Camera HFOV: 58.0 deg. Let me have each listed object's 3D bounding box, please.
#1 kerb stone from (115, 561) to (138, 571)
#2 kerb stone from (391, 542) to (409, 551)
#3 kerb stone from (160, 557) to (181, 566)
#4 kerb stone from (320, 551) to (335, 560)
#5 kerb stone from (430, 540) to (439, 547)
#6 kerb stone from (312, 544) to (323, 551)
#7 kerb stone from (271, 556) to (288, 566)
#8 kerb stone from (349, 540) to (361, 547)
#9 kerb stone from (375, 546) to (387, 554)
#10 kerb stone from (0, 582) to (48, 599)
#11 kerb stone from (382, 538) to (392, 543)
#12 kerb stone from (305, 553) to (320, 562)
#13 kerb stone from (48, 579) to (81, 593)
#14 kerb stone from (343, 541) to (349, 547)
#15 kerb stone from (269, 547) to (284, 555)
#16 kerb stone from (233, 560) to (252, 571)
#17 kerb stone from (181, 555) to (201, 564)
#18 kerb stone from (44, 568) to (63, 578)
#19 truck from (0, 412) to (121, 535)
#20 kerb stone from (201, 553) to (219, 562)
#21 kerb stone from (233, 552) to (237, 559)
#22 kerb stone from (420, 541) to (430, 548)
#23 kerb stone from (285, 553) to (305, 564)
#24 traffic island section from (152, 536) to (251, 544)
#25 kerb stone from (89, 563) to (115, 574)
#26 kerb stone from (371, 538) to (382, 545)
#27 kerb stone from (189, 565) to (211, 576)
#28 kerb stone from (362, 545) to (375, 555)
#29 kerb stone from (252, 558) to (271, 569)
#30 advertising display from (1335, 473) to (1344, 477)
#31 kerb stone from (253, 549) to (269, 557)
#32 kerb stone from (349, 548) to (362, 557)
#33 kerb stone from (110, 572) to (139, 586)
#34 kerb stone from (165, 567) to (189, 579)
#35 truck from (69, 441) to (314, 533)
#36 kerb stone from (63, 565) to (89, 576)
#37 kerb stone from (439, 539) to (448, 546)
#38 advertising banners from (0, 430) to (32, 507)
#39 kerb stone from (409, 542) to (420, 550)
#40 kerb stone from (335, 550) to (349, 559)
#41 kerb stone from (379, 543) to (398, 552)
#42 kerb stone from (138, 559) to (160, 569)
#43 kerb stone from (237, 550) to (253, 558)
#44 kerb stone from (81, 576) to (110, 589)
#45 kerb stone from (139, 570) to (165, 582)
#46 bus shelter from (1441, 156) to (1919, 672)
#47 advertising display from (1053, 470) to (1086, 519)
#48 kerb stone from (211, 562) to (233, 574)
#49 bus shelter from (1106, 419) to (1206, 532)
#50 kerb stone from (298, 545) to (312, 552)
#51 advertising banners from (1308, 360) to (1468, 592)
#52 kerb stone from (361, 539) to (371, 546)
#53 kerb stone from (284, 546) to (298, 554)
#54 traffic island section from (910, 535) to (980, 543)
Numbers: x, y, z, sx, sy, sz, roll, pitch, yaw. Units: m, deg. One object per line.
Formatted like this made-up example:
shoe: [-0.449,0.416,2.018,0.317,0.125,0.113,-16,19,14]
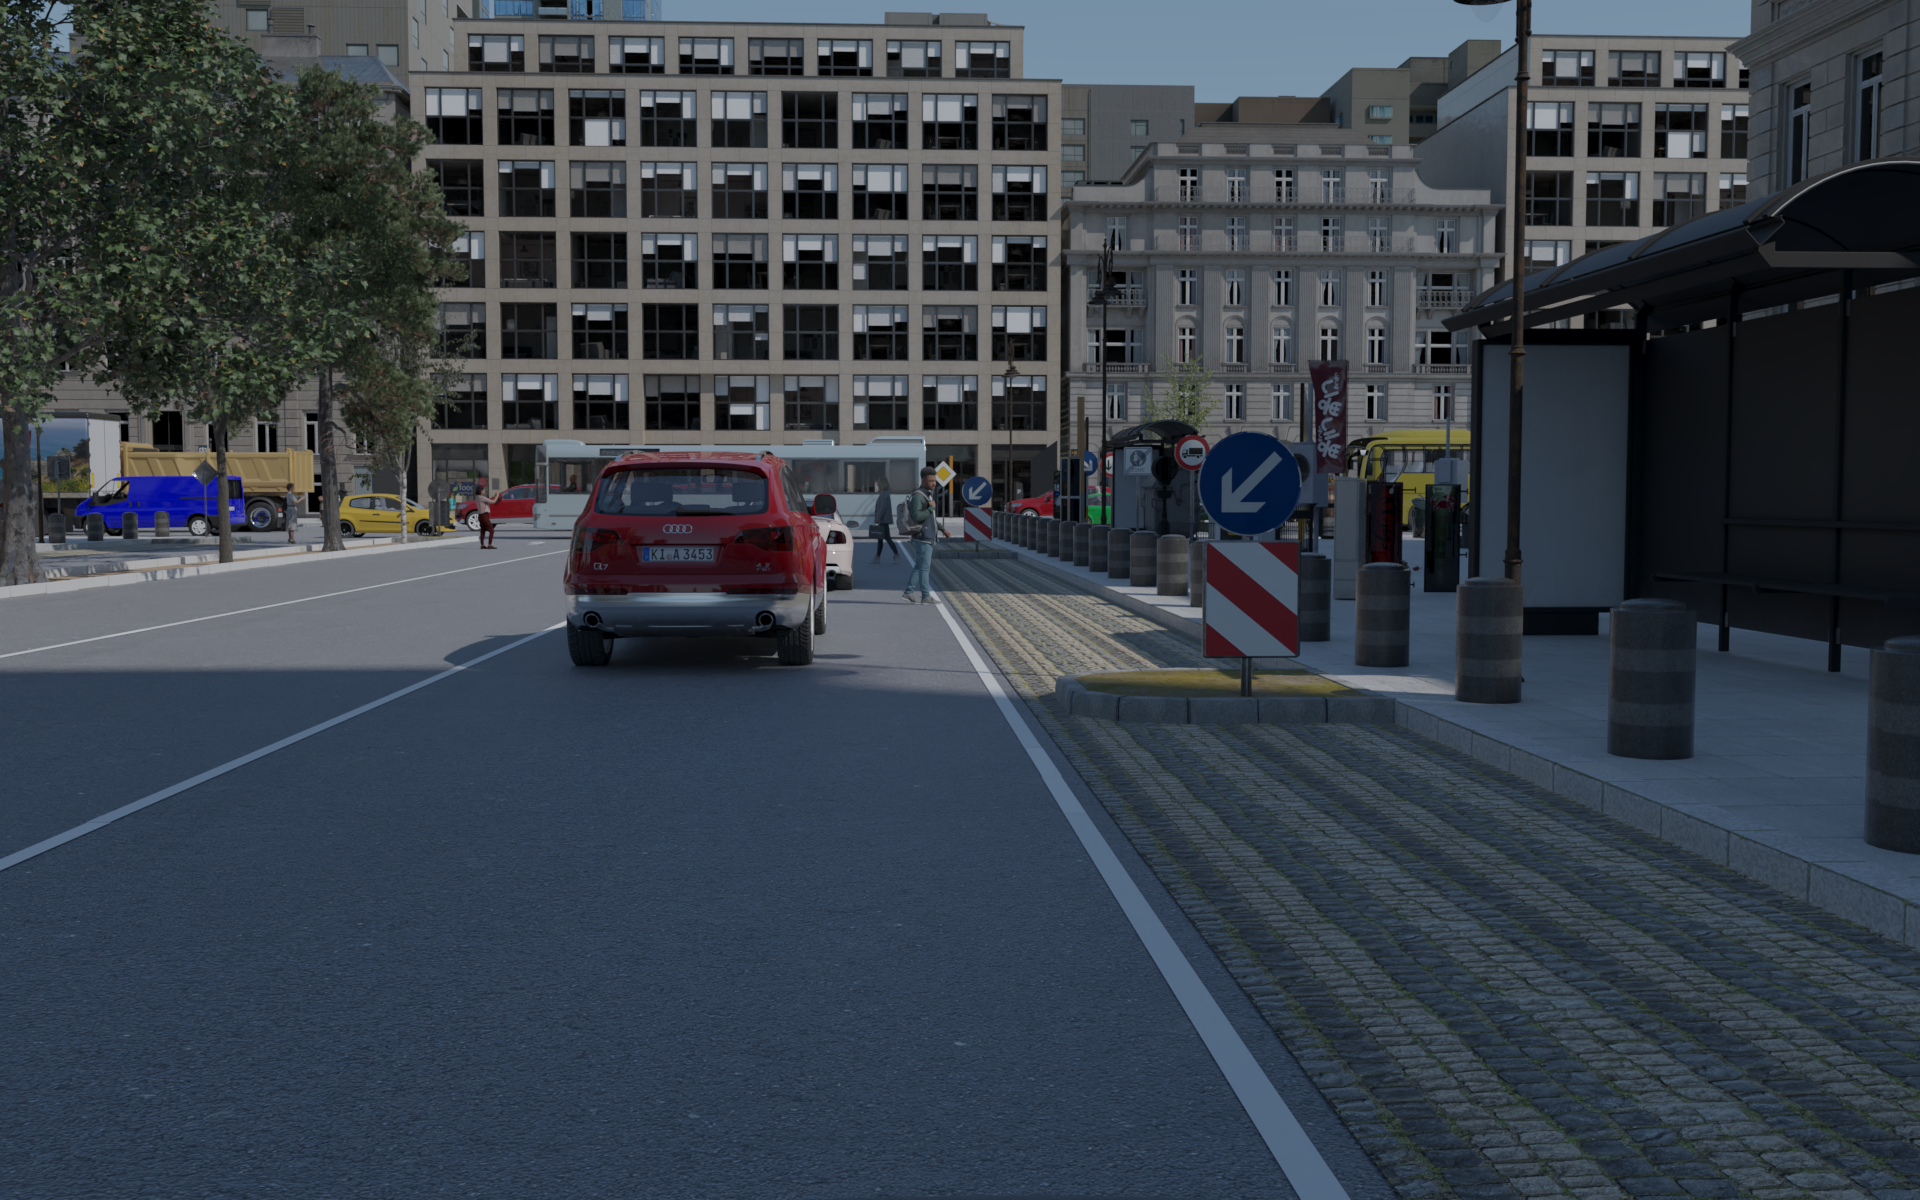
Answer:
kerb stone: [-15.716,-0.627,32.443,0.120,0.150,1.000,0,4,-3]
kerb stone: [-14.224,-1.328,43.910,0.120,0.150,1.000,0,4,-3]
kerb stone: [-15.824,-0.752,34.491,0.120,0.150,1.000,0,4,-3]
kerb stone: [-13.903,-0.947,37.766,0.120,0.150,1.000,0,4,-3]
kerb stone: [-14.383,-1.518,47.012,0.120,0.150,1.000,0,4,-3]
kerb stone: [-16.316,-1.317,43.737,0.120,0.150,1.000,0,4,-3]
kerb stone: [-13.727,-0.764,34.679,0.120,0.150,1.000,0,4,-3]
kerb stone: [-16.482,-1.506,46.818,0.120,0.150,1.000,0,4,-3]
kerb stone: [-14.111,-1.195,41.863,0.120,0.150,1.000,0,4,-3]
kerb stone: [-13.193,-0.135,24.415,0.120,0.150,1.000,0,4,-3]
kerb stone: [-16.642,-1.694,49.892,0.120,0.150,1.000,0,4,-3]
kerb stone: [-13.848,-0.889,36.738,0.120,0.150,1.000,0,4,-3]
kerb stone: [-13.239,-0.194,25.440,0.120,0.150,1.000,0,4,-3]
kerb stone: [-16.427,-1.442,45.789,0.120,0.150,1.000,0,4,-3]
kerb stone: [-16.152,-1.129,40.649,0.120,0.150,1.000,0,4,-3]
kerb stone: [-13.620,-0.638,32.631,0.120,0.150,1.000,0,4,-3]
kerb stone: [-15.880,-0.814,35.515,0.120,0.150,1.000,0,4,-3]
kerb stone: [-15.554,-0.433,29.367,0.120,0.150,1.000,0,4,-3]
truck: [-35.350,-4.362,60.227,11.283,4.237,2.839,0,4,-1]
kerb stone: [-15.940,-0.875,36.539,0.120,0.150,1.000,0,4,-3]
kerb stone: [-15.991,-0.939,37.565,0.120,0.150,1.000,0,4,-3]
kerb stone: [-14.335,-1.455,45.987,0.120,0.150,1.000,0,4,-3]
kerb stone: [-13.785,-0.825,35.703,0.120,0.150,1.000,0,4,-3]
traffic island section: [-22.239,-1.761,51.065,2.009,0.180,2.903,0,4,-3]
kerb stone: [-15.661,-0.564,31.419,0.120,0.150,1.000,0,4,-3]
kerb stone: [-16.588,-1.631,48.868,0.120,0.150,1.000,0,4,-3]
kerb stone: [-13.519,-0.509,30.578,0.120,0.150,1.000,0,4,-3]
kerb stone: [-14.062,-1.140,40.838,0.120,0.150,1.000,0,4,-3]
kerb stone: [-13.677,-0.701,33.655,0.120,0.150,1.000,0,4,-3]
advertising display: [9.262,-2.271,42.346,0.123,1.923,0.974,1,4,18]
kerb stone: [-16.102,-1.066,39.624,0.120,0.150,1.000,0,4,-3]
kerb stone: [-14.004,-1.073,39.815,0.120,0.150,1.000,0,4,-3]
kerb stone: [-13.345,-0.324,27.487,0.120,0.150,1.000,0,4,-3]
kerb stone: [-13.453,-0.450,29.554,0.120,0.150,1.000,0,4,-3]
truck: [-29.714,-4.246,65.339,9.791,3.379,3.469,0,4,-4]
kerb stone: [-15.612,-0.500,30.390,0.120,0.150,1.000,0,4,-3]
kerb stone: [-14.446,-1.580,48.035,0.120,0.150,1.000,0,4,-3]
advertising banners: [-26.517,-3.164,47.927,2.074,3.025,0.090,1,4,14]
kerb stone: [-14.283,-1.387,44.945,0.120,0.150,1.000,0,4,-3]
kerb stone: [-13.950,-1.014,38.791,0.120,0.150,1.000,0,4,-3]
kerb stone: [-14.172,-1.265,42.886,0.120,0.150,1.000,0,4,-3]
kerb stone: [-15.775,-0.689,33.467,0.120,0.150,1.000,0,4,-3]
kerb stone: [-16.043,-1.002,38.597,0.120,0.150,1.000,0,4,-3]
kerb stone: [-13.301,-0.261,26.463,0.120,0.150,1.000,0,4,-3]
kerb stone: [-13.409,-0.387,28.523,0.120,0.150,1.000,0,4,-3]
bus shelter: [5.534,-1.178,13.176,2.014,3.302,5.546,0,4,-3]
advertising display: [2.979,-2.563,47.117,0.974,1.923,0.123,2,4,34]
kerb stone: [-13.565,-0.575,31.607,0.120,0.150,1.000,0,4,-3]
bus shelter: [5.513,-3.413,49.728,2.014,3.302,5.546,0,4,-3]
kerb stone: [-16.267,-1.253,42.712,0.120,0.150,1.000,0,4,-3]
advertising banners: [5.565,-1.614,22.581,2.074,3.025,0.090,0,4,5]
kerb stone: [-16.539,-1.569,47.842,0.120,0.150,1.000,0,4,-3]
kerb stone: [-16.212,-1.190,41.674,0.120,0.150,1.000,0,4,-3]
traffic island section: [-0.478,-1.831,52.214,2.009,0.180,2.903,0,4,-3]
